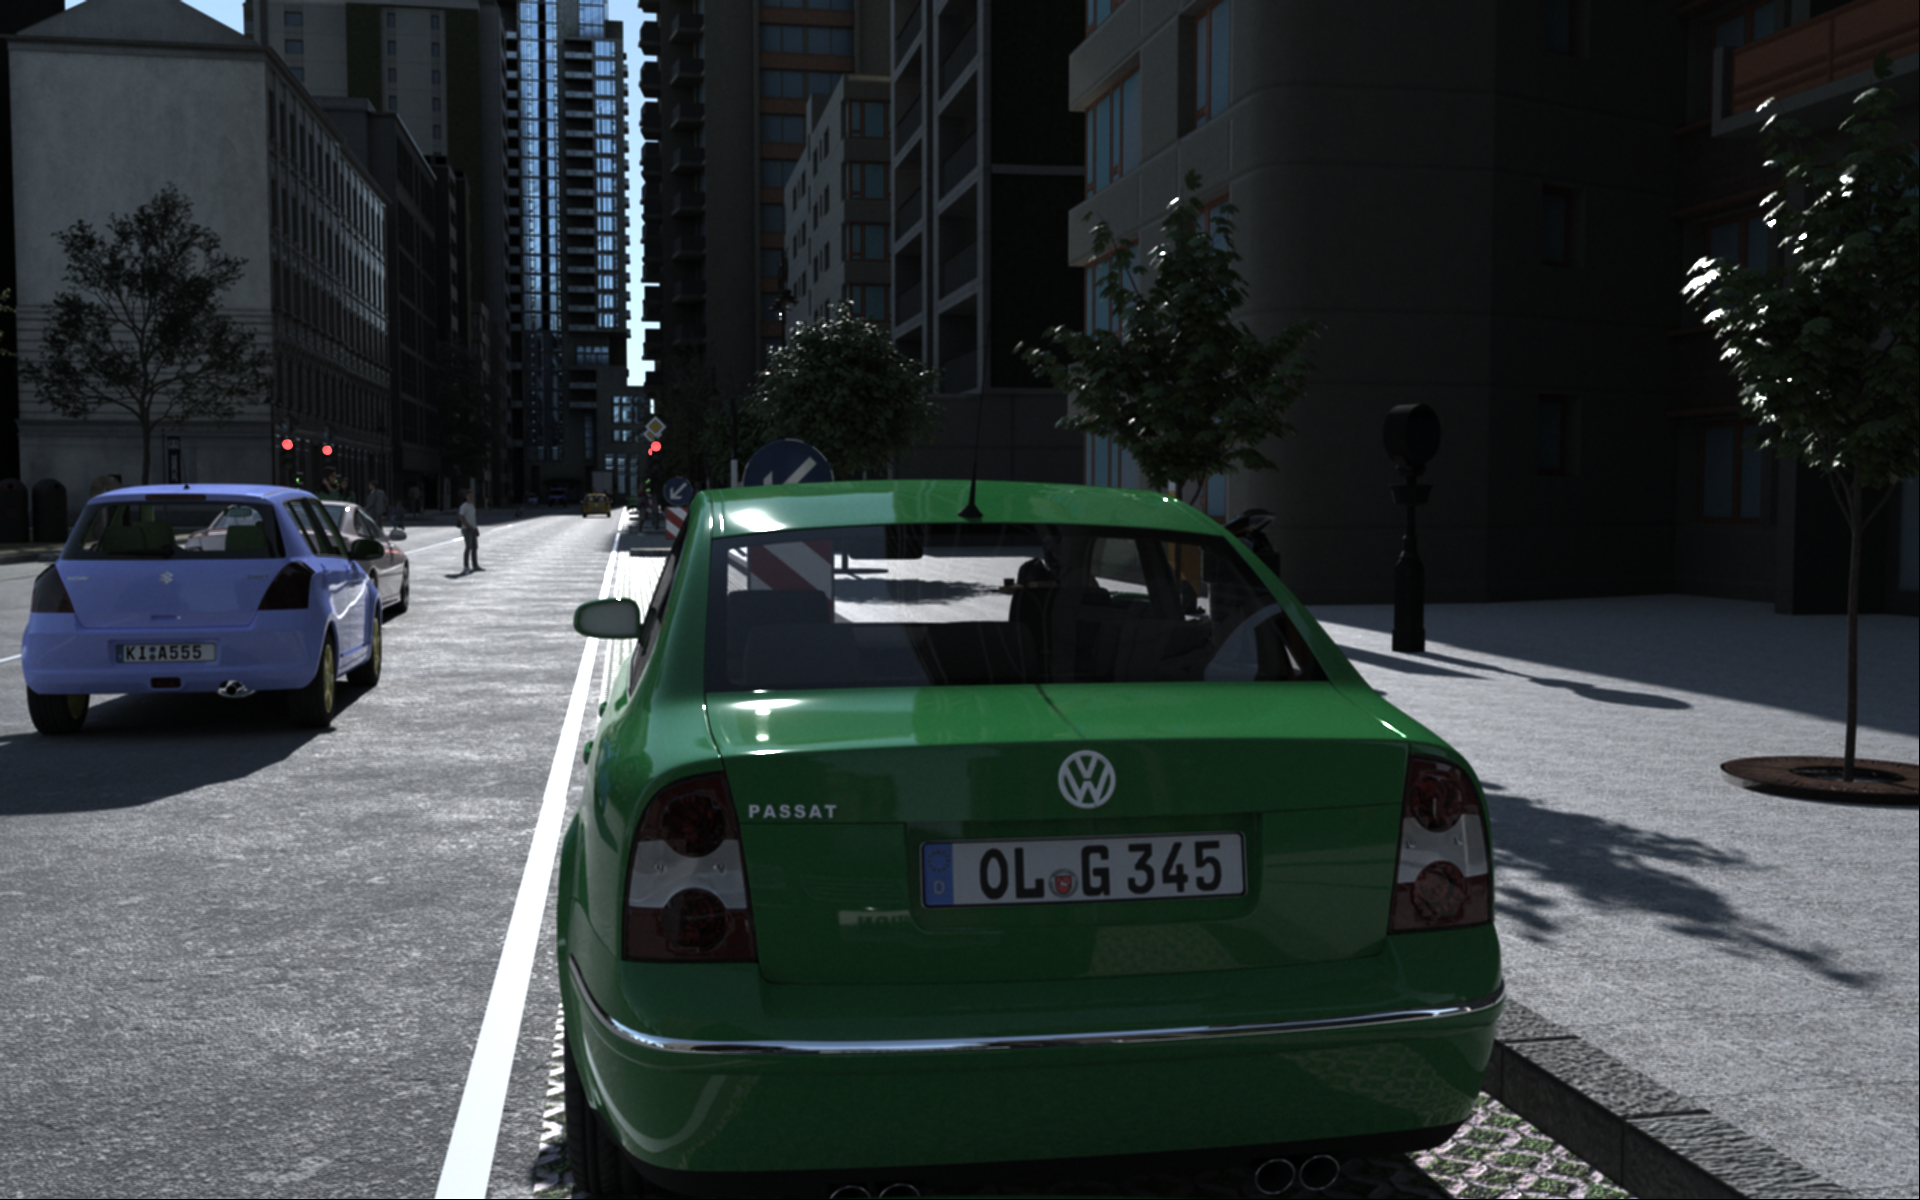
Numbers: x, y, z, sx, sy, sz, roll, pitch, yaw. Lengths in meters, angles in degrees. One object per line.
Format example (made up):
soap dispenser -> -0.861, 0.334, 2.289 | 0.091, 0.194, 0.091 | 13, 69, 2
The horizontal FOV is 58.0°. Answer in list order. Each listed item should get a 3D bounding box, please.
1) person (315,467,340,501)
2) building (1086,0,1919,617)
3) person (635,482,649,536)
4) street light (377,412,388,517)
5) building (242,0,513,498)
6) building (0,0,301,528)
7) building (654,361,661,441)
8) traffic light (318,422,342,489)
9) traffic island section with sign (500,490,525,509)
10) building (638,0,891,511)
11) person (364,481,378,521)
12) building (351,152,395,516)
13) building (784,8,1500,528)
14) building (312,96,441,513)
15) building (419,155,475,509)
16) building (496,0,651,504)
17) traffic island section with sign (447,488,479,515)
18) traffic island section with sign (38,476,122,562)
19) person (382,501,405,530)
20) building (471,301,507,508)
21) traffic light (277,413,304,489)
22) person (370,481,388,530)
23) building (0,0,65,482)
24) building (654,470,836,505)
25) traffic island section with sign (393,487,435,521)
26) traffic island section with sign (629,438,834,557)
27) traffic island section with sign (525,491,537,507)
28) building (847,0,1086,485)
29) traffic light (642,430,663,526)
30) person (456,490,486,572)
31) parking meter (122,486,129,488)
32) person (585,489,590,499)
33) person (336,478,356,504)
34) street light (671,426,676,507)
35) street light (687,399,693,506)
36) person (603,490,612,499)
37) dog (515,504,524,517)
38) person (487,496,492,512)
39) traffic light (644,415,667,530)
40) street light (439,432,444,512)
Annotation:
person -> -8.535, -0.896, 23.398 | 0.529, 1.795, 0.600 | 0, 4, -1
building -> 18.065, -10.481, 16.407 | 27.650, 21.520, 28.899 | -1, 4, -11
person -> -10.858, -3.104, 59.231 | 0.573, 1.828, 0.580 | -2, 4, -35
street light -> -32.477, -7.623, 97.422 | 0.468, 5.910, 1.993 | -1, 4, -11
building -> -67.264, -40.360, 201.891 | 28.212, 58.520, 21.231 | -1, 4, -11
building -> -33.043, -13.829, 75.258 | 9.793, 20.994, 18.267 | -1, 4, -11
building -> -28.096, -24.346, 243.091 | 28.899, 21.520, 27.650 | -1, 4, -11
traffic light -> -24.599, -4.811, 67.580 | 0.839, 4.253, 0.868 | -1, 4, -11
traffic island section with sign -> -43.522, -9.746, 167.982 | 1.989, 1.847, 2.006 | -1, 4, -11
building -> -12.923, -29.144, 131.135 | 22.147, 44.769, 28.867 | -1, 4, -11
person -> -16.026, -2.333, 46.921 | 0.573, 1.790, 0.520 | -2, 4, -29
building -> -36.684, -14.922, 93.126 | 9.793, 20.994, 18.267 | -1, 4, -11
building -> 6.829, -14.840, 87.670 | 28.899, 21.520, 27.650 | -1, 4, -11
building -> -42.707, -19.563, 113.362 | 14.314, 27.812, 24.014 | -1, 4, -11
building -> -49.102, -22.924, 146.503 | 14.160, 30.474, 14.107 | -1, 4, -11
building -> -57.762, -56.272, 232.712 | 31.000, 86.520, 22.319 | -1, 4, -11
traffic island section with sign -> -34.172, -6.760, 119.151 | 1.989, 1.847, 2.006 | -1, 4, -11
traffic island section with sign -> -18.500, -1.756, 37.332 | 1.989, 1.847, 2.006 | -1, 4, -11
person -> -22.480, -3.359, 68.926 | 1.012, 1.151, 0.738 | -3, 5, -40
building -> -59.161, -19.706, 167.226 | 27.650, 21.520, 28.899 | -1, 4, -11
traffic light -> -23.097, -4.331, 59.737 | 0.839, 4.253, 0.868 | -1, 4, -11
person -> -17.304, -2.620, 51.438 | 0.391, 1.810, 0.635 | 1, 4, 18
building -> -45.767, -14.633, 68.922 | 15.834, 23.373, 12.332 | -1, 4, -11
building -> -26.742, -47.136, 208.930 | 20.563, 71.187, 20.611 | -1, 4, -11
traffic island section with sign -> -28.973, -5.101, 92.021 | 1.989, 1.847, 2.006 | -1, 4, -11
traffic island section with sign -> -1.468, -0.275, 13.128 | 1.989, 1.847, 2.006 | -1, 4, -11
traffic island section with sign -> -48.600, -11.366, 194.457 | 1.989, 1.847, 2.006 | -1, 4, -11
building -> 7.538, -37.181, 46.168 | 20.563, 71.187, 20.611 | -1, 4, -11
traffic light -> -12.412, -4.954, 69.922 | 0.839, 4.253, 0.868 | -1, 4, -11
person -> -9.079, -1.286, 32.128 | 0.523, 1.515, 0.503 | -1, 4, -15
parking meter -> -25.183, -2.673, 52.119 | 0.372, 1.533, 0.369 | 0, 3, 0
person -> -27.384, -7.240, 127.138 | 0.793, 1.790, 0.793 | 2, 4, 32
person -> -14.163, -1.907, 39.934 | 0.600, 1.795, 0.529 | -1, 4, -15
street light -> -18.875, -8.664, 114.443 | 0.468, 5.910, 1.993 | -1, 4, -11
street light -> -13.198, -6.841, 84.636 | 0.468, 5.910, 1.993 | -1, 4, -11
person -> -37.066, -10.575, 181.035 | 1.348, 1.869, 0.705 | -1, 4, -15
dog -> -27.665, -5.594, 108.297 | 0.800, 0.831, 0.513 | 0, 4, -8
person -> -38.599, -7.879, 141.998 | 0.373, 1.253, 0.362 | -2, 4, -24
traffic light -> -10.909, -4.475, 62.079 | 0.839, 4.253, 0.868 | -1, 4, -11
street light -> -38.001, -9.418, 126.764 | 0.468, 5.910, 1.993 | -1, 4, -11
